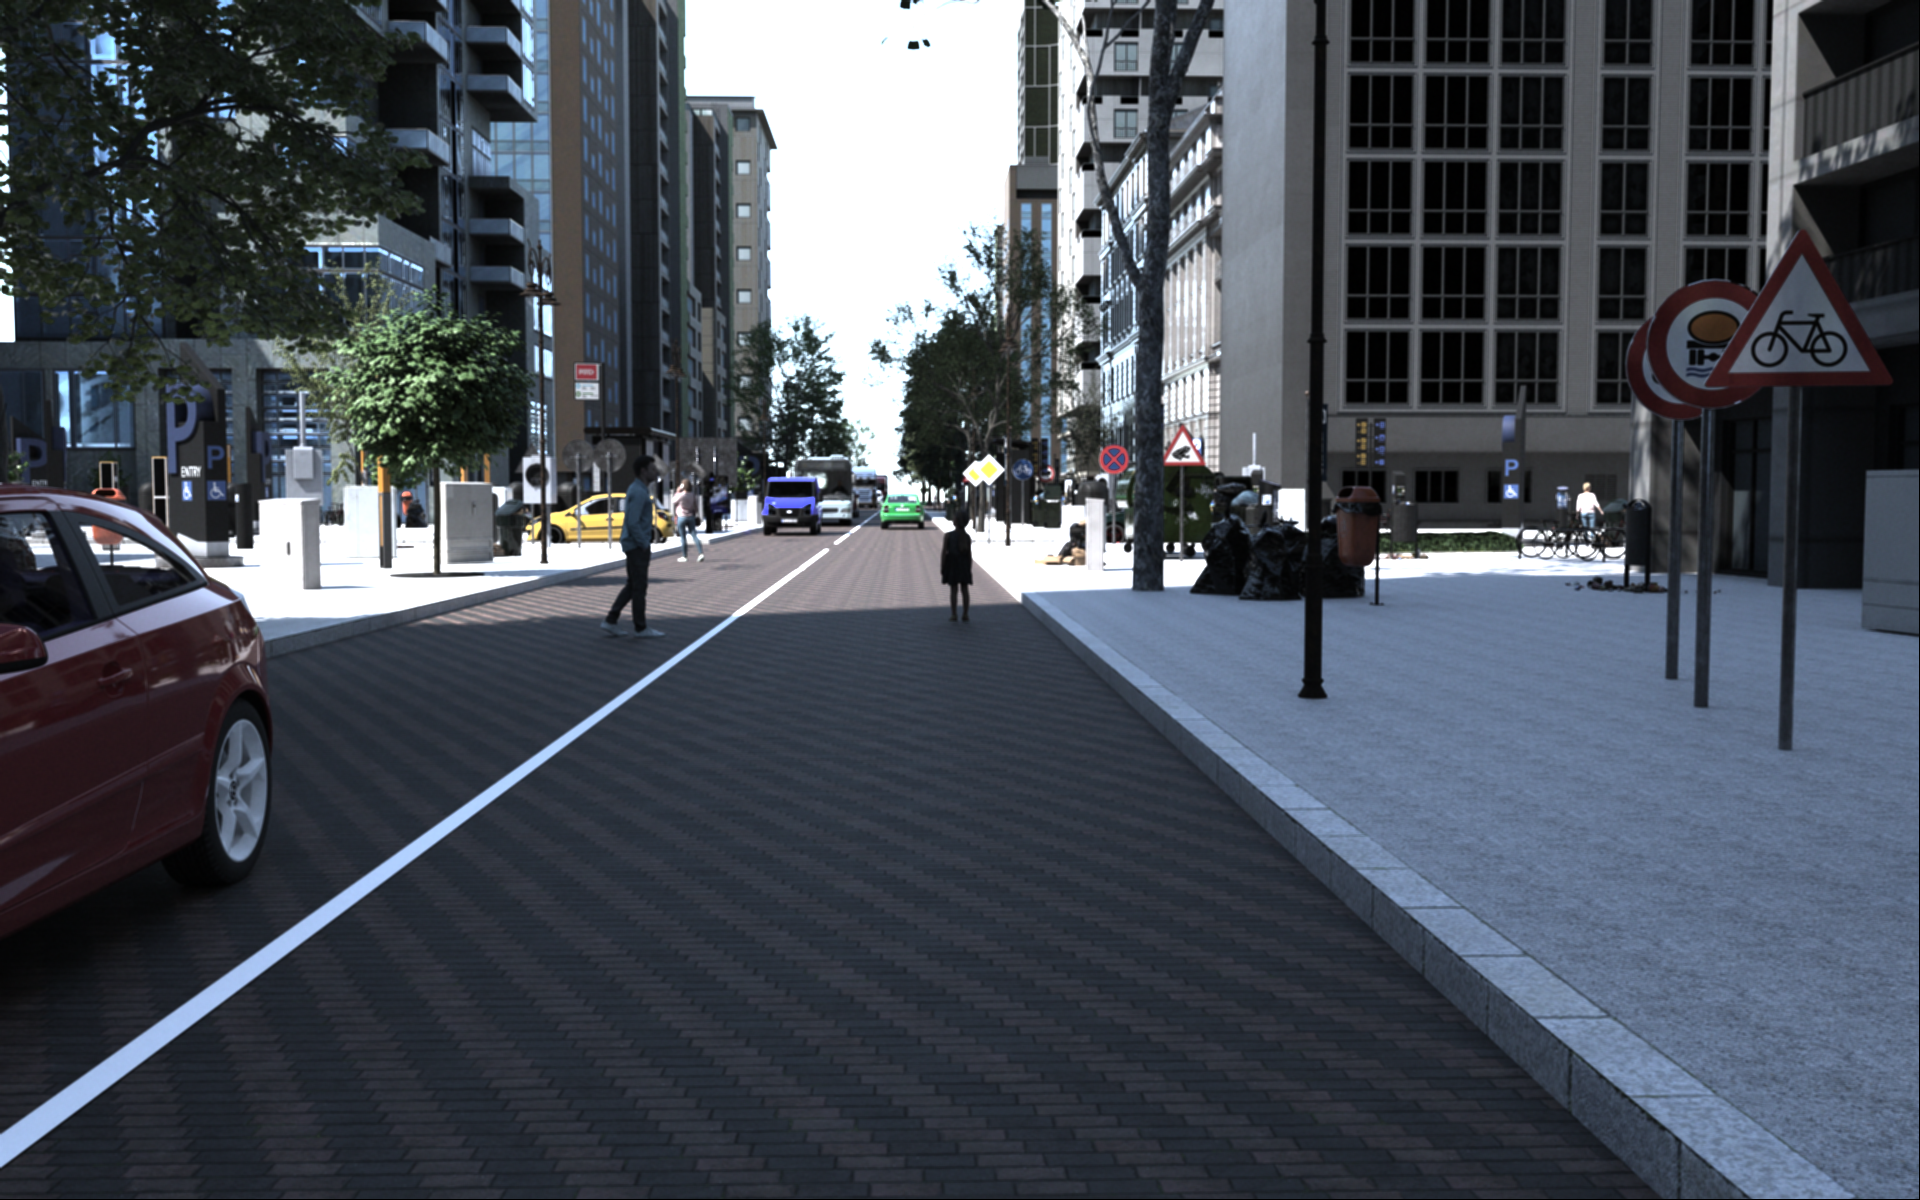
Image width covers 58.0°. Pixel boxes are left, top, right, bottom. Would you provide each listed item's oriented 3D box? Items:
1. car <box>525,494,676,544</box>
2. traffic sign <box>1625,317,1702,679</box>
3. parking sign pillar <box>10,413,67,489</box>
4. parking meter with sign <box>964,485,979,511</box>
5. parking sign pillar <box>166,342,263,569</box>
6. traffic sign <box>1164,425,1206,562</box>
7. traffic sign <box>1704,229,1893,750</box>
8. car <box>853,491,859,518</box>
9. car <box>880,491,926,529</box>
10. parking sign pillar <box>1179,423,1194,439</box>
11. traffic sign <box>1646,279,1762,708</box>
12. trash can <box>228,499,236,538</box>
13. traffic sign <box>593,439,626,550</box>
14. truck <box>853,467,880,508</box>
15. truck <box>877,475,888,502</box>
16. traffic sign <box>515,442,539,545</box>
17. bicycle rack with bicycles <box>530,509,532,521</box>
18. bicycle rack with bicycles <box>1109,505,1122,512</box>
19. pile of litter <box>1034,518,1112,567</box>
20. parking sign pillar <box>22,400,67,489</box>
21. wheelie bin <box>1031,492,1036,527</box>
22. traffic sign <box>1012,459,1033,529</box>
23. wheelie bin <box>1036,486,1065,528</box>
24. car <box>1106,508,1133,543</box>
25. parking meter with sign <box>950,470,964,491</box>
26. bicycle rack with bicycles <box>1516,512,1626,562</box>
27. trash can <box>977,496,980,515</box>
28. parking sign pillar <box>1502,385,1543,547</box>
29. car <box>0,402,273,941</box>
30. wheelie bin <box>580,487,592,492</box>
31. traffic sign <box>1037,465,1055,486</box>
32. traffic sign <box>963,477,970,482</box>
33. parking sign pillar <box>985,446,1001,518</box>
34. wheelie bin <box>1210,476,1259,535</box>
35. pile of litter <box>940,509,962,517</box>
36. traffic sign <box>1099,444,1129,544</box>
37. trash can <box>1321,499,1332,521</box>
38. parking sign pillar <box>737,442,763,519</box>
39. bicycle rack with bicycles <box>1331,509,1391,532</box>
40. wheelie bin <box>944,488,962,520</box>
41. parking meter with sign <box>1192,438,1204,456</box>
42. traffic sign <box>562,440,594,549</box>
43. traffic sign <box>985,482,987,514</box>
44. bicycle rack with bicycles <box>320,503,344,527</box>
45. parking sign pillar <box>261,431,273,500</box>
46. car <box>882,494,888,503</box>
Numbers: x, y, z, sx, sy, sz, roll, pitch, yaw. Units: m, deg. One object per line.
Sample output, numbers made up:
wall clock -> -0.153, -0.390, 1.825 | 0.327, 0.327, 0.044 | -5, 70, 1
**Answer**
car -> -9.719, -2.244, 46.910 | 3.980, 1.641, 2.015 | 0, 4, -3
traffic sign -> 4.940, -0.724, 11.945 | 0.768, 2.556, 0.104 | 0, 4, 1
parking sign pillar -> -32.279, -4.395, 60.329 | 1.447, 3.967, 1.447 | 2, 4, 30
parking meter with sign -> 1.301, -7.008, 110.848 | 1.738, 3.016, 0.543 | 1, 4, 11
parking sign pillar -> -13.356, -2.560, 30.326 | 1.447, 3.967, 1.447 | 3, 5, 39
traffic sign -> 4.170, -1.991, 32.559 | 0.884, 2.594, 0.081 | 0, 4, -1
traffic sign -> 4.141, -0.527, 8.617 | 0.884, 2.594, 0.081 | 0, 4, 7
car -> -7.312, -6.008, 106.905 | 2.281, 1.827, 5.304 | 0, 4, -1
car -> -2.377, -3.868, 72.038 | 1.959, 1.807, 4.718 | 0, 4, -1
parking sign pillar -> 8.464, -4.679, 64.975 | 1.447, 3.967, 1.447 | -1, 4, -22
traffic sign -> 4.470, -0.628, 10.366 | 0.768, 2.556, 0.104 | 0, 4, 5
trash can -> -21.532, -2.395, 50.819 | 0.748, 1.137, 0.748 | 0, 3, 0
traffic sign -> -8.054, -2.428, 39.799 | 0.768, 2.556, 0.104 | 0, 4, 4
truck -> -9.753, -11.538, 178.401 | 2.967, 4.110, 18.799 | 0, 4, -3
truck -> -11.808, -16.053, 251.387 | 2.839, 4.237, 11.283 | 0, 4, 0
traffic sign -> -10.746, -2.662, 43.528 | 0.884, 2.594, 0.081 | 0, 4, -1
bicycle rack with bicycles -> -14.910, -2.942, 61.484 | 2.925, 0.926, 2.852 | 1, 4, 10
bicycle rack with bicycles -> 7.055, -4.277, 83.313 | 2.925, 0.926, 2.852 | 0, 4, 7
pile of litter -> 2.020, -1.058, 31.258 | 1.176, 0.858, 1.719 | -1, 4, -21
parking sign pillar -> -26.258, -3.785, 50.352 | 1.447, 3.967, 1.447 | -2, 4, -24
wheelie bin -> 3.096, -3.625, 67.169 | 0.693, 1.594, 0.980 | 0, 4, 2
traffic sign -> 2.291, -3.857, 63.165 | 0.768, 2.556, 0.104 | 0, 4, -2
wheelie bin -> 3.438, -3.479, 64.783 | 0.980, 1.594, 0.693 | 0, 4, 3
car -> 5.313, -2.267, 46.855 | 4.222, 1.686, 2.009 | 0, 3, 0
parking meter with sign -> 0.099, -7.972, 126.596 | 1.738, 3.016, 0.543 | 0, 4, 6
bicycle rack with bicycles -> 12.222, -1.267, 34.092 | 2.852, 0.926, 2.925 | -3, 5, -40
trash can -> 0.915, -5.563, 102.605 | 0.748, 1.137, 0.748 | 0, 3, 0
parking sign pillar -> 13.582, -3.302, 42.464 | 1.447, 3.967, 1.447 | 1, 4, 23
car -> -3.460, 0.253, 4.903 | 2.155, 1.783, 4.494 | 0, 4, -3
wheelie bin -> -16.204, -3.995, 73.224 | 0.980, 1.594, 0.693 | 1, 4, 11
traffic sign -> 3.723, -4.586, 75.089 | 0.768, 2.556, 0.104 | 0, 4, 5
traffic sign -> 0.570, -4.520, 73.902 | 0.884, 2.594, 0.081 | 0, 4, 3
parking sign pillar -> 1.994, -6.405, 93.186 | 1.447, 3.967, 1.447 | -1, 4, -11
wheelie bin -> 4.824, -1.378, 30.435 | 0.980, 1.594, 0.693 | 2, 4, 25
pile of litter -> -0.251, -5.151, 98.175 | 1.719, 0.858, 1.176 | 2, 4, 33
traffic sign -> 3.943, -2.704, 44.322 | 0.768, 2.556, 0.104 | 0, 4, 8
trash can -> 11.480, -2.656, 55.081 | 0.748, 1.137, 0.748 | 0, 3, 0
parking sign pillar -> -10.659, -6.060, 87.556 | 1.447, 3.967, 1.447 | -2, 4, -24
bicycle rack with bicycles -> 13.152, -2.770, 58.664 | 2.852, 0.926, 2.925 | -3, 5, -42
wheelie bin -> -0.340, -4.740, 85.406 | 0.693, 1.594, 0.980 | -2, 4, -34
parking meter with sign -> 6.716, -3.531, 53.989 | 1.738, 3.016, 0.543 | -2, 4, -27
traffic sign -> -8.947, -2.479, 40.635 | 0.768, 2.556, 0.104 | 0, 4, 2
traffic sign -> 1.372, -5.790, 94.773 | 0.768, 2.556, 0.104 | 0, 4, 0
bicycle rack with bicycles -> -25.319, -3.410, 69.143 | 2.852, 0.926, 2.925 | 1, 4, 16
parking sign pillar -> -21.895, -4.017, 54.150 | 1.447, 3.967, 1.447 | 0, 4, -7
car -> -5.537, -8.272, 145.036 | 2.009, 1.686, 4.222 | 0, 4, -2
